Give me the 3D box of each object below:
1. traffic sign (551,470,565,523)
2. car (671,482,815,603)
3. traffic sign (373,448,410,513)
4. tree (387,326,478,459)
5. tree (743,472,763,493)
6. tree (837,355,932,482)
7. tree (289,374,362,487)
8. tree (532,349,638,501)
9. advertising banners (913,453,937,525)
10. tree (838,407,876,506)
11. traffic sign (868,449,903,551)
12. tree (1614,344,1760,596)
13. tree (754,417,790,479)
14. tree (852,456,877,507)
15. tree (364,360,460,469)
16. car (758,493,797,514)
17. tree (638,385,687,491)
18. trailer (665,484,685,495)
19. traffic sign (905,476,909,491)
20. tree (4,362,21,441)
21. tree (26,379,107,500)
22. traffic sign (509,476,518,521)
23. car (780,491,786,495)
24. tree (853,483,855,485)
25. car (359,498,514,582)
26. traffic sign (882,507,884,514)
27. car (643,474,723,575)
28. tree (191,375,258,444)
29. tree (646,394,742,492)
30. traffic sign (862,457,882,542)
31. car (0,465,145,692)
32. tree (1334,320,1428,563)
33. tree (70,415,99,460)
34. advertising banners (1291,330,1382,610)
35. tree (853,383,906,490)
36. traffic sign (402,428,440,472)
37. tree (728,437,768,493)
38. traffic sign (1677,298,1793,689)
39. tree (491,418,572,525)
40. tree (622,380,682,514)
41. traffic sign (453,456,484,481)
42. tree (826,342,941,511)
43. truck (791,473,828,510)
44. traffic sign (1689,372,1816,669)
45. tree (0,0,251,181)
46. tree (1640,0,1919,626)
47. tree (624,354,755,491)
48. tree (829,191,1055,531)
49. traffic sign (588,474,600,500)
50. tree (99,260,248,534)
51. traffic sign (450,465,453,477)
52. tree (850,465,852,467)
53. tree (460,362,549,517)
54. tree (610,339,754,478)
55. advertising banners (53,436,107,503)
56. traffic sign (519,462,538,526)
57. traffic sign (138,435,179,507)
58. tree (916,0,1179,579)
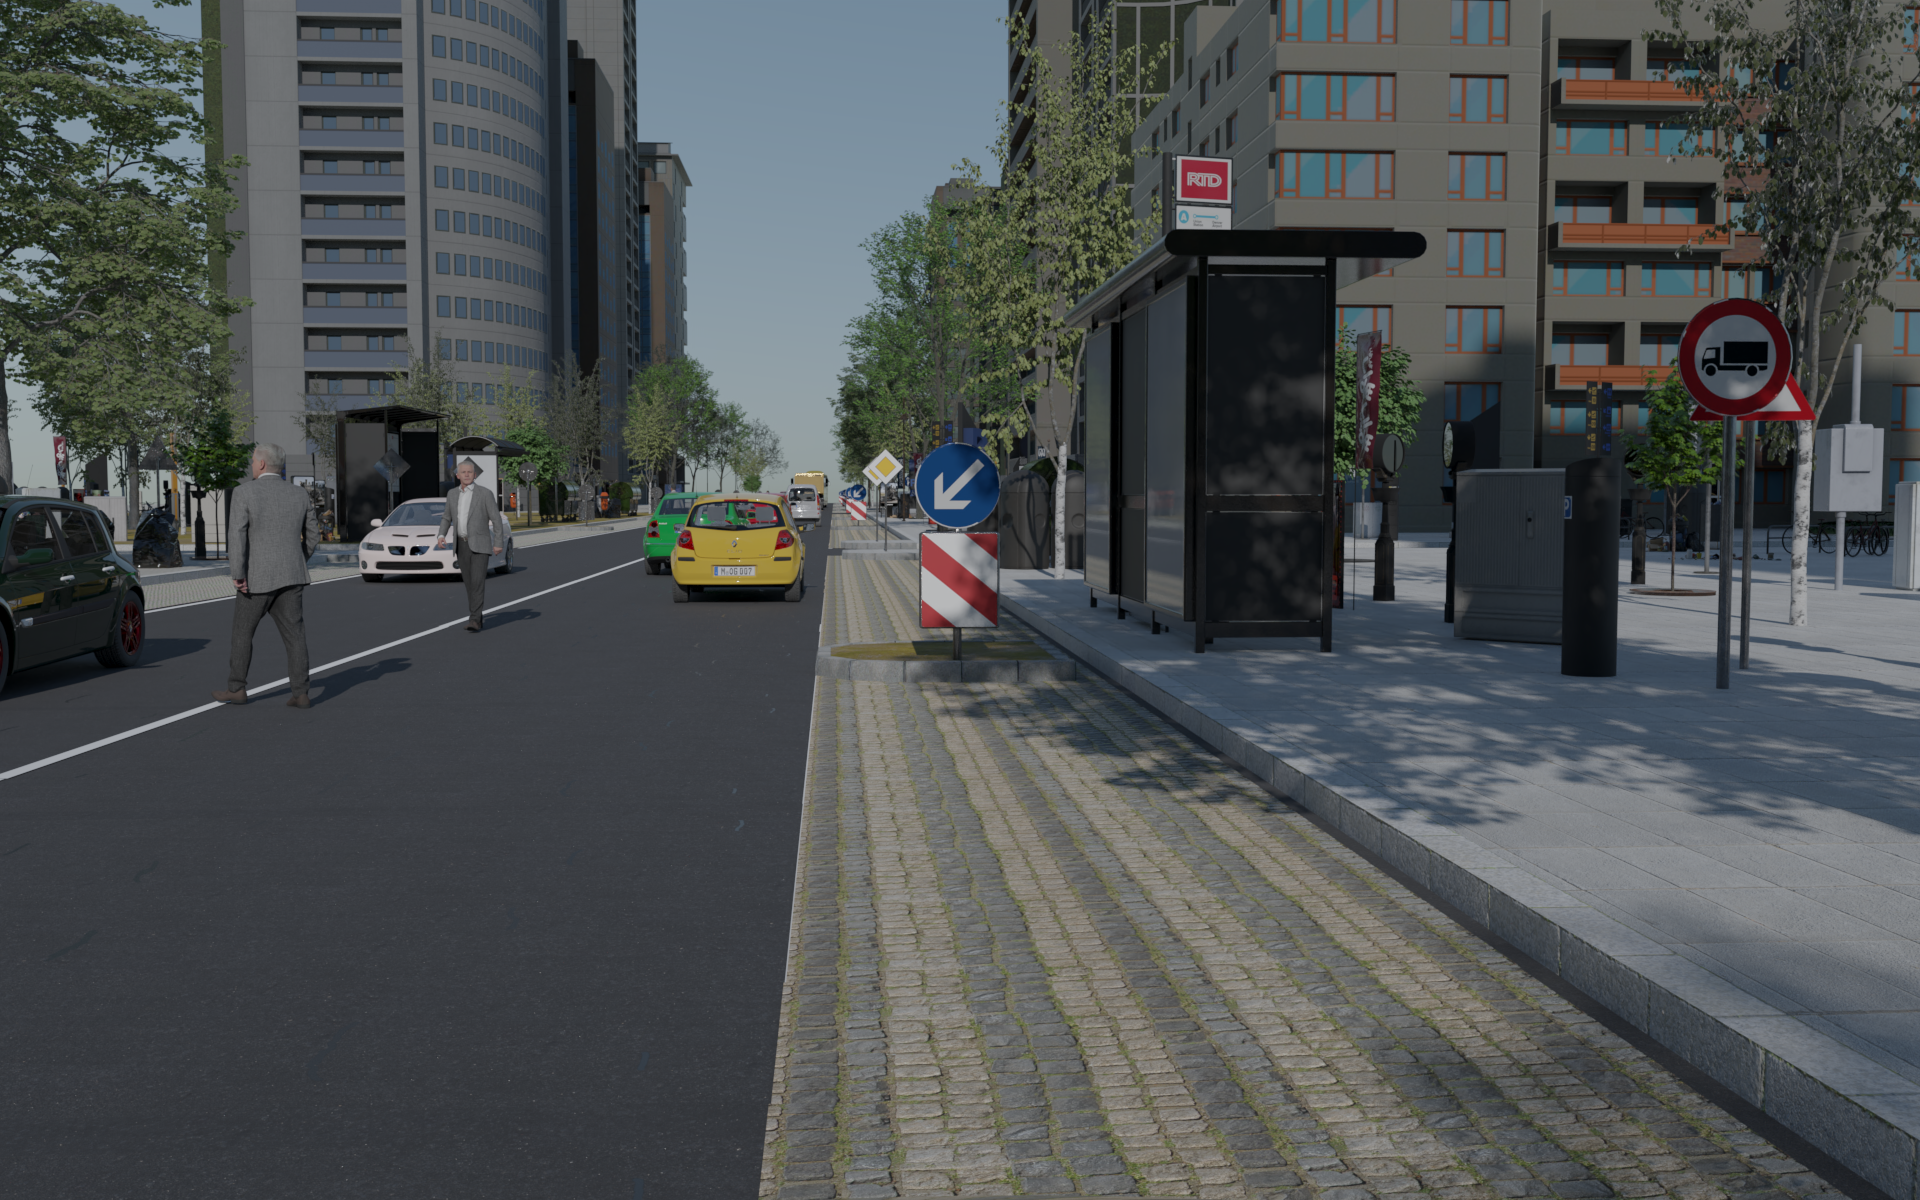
[{"bbox_3d":[-18.048,-4.731,77.459,0.768,2.556,0.104,0,4,1],"label":"traffic sign"},{"bbox_3d":[-3.051,-0.861,24.294,2.015,1.641,3.980,0,4,-4],"label":"car"},{"bbox_3d":[-12.425,-2.095,37.890,0.795,2.450,0.064,0,4,-4],"label":"traffic sign"},{"bbox_3d":[-23.374,-7.697,76.207,4.360,8.622,3.978,0,3,0],"label":"tree"},{"bbox_3d":[-31.146,-16.881,259.719,4.285,4.588,4.351,0,3,0],"label":"tree"},{"bbox_3d":[-4.637,-11.031,114.768,7.601,10.594,8.767,0,4,5],"label":"tree"},{"bbox_3d":[-39.210,-9.609,107.472,4.360,8.622,3.978,0,3,0],"label":"tree"},{"bbox_3d":[-19.058,-8.366,87.151,4.360,8.622,3.978,0,3,0],"label":"tree"},{"bbox_3d":[-1.096,-4.680,72.712,2.074,3.025,0.090,2,4,31],"label":"advertising banners"},{"bbox_3d":[-9.586,-16.629,190.014,7.486,12.596,7.792,0,3,0],"label":"tree"},{"bbox_3d":[-1.658,-2.141,38.647,0.795,2.450,0.064,0,4,-4],"label":"traffic sign"},{"bbox_3d":[9.010,-1.679,22.049,1.663,3.219,1.824,0,3,0],"label":"tree"},{"bbox_3d":[-32.476,-22.273,274.539,12.009,13.543,11.850,0,3,0],"label":"tree"},{"bbox_3d":[-9.149,-13.987,179.050,4.360,8.622,3.978,0,3,0],"label":"tree"},{"bbox_3d":[-30.459,-9.058,98.464,4.737,8.622,4.395,0,3,0],"label":"tree"},{"bbox_3d":[-7.542,-3.637,68.499,2.155,1.783,4.494,0,4,-6],"label":"car"},{"bbox_3d":[-20.708,-10.248,117.920,4.360,8.622,3.978,0,3,0],"label":"tree"},{"bbox_3d":[-16.824,-5.811,102.057,1.471,1.999,3.904,0,4,-5],"label":"trailer"},{"bbox_3d":[-3.601,-7.450,121.906,0.768,2.556,0.104,0,4,-4],"label":"traffic sign"},{"bbox_3d":[-44.801,-7.858,78.835,4.360,8.622,3.978,0,3,0],"label":"tree"},{"bbox_3d":[-44.548,-8.361,87.067,4.737,8.622,4.395,0,3,0],"label":"tree"},{"bbox_3d":[-21.399,-5.104,83.560,0.768,2.556,0.104,0,4,1],"label":"traffic sign"},{"bbox_3d":[-23.497,-13.741,233.343,2.281,1.827,5.304,0,4,-2],"label":"car"},{"bbox_3d":[-15.118,-15.808,253.061,1.663,3.219,1.824,0,3,0],"label":"tree"},{"bbox_3d":[-8.930,-1.068,29.828,2.083,1.381,4.827,0,4,-4],"label":"car"},{"bbox_3d":[-4.880,-6.704,109.721,0.768,2.556,0.104,0,4,4],"label":"traffic sign"},{"bbox_3d":[-4.767,-1.425,32.092,1.959,1.807,4.718,0,4,-3],"label":"car"},{"bbox_3d":[-44.905,-9.495,105.607,4.737,8.622,4.395,0,3,0],"label":"tree"},{"bbox_3d":[-23.508,-13.299,151.845,8.767,10.594,7.601,-1,4,-15],"label":"tree"},{"bbox_3d":[-2.235,-2.628,46.611,0.795,2.450,0.064,0,4,-4],"label":"traffic sign"},{"bbox_3d":[-7.582,-0.192,12.922,2.009,1.686,4.222,0,4,-5],"label":"car"},{"bbox_3d":[7.212,-3.003,32.818,4.285,4.588,4.351,0,3,0],"label":"tree"},{"bbox_3d":[-39.123,-7.946,80.286,4.360,8.622,3.978,0,3,0],"label":"tree"},{"bbox_3d":[4.193,-1.426,19.508,0.090,3.025,2.074,-1,4,-16],"label":"advertising banners"},{"bbox_3d":[-3.923,-9.591,107.168,4.737,8.622,4.395,0,3,0],"label":"tree"},{"bbox_3d":[-17.206,-3.651,53.564,2.265,3.308,0.079,0,4,4],"label":"traffic sign"},{"bbox_3d":[-26.708,-15.857,209.627,4.737,8.622,4.395,0,3,0],"label":"tree"},{"bbox_3d":[5.031,-0.688,11.348,0.768,2.556,0.104,0,4,-3],"label":"traffic sign"},{"bbox_3d":[-18.234,-5.470,73.151,4.285,4.588,4.351,0,3,0],"label":"tree"},{"bbox_3d":[-20.142,-9.912,112.420,4.737,8.622,4.395,0,3,0],"label":"tree"},{"bbox_3d":[-13.003,-2.582,45.854,0.795,2.450,0.064,0,4,-4],"label":"traffic sign"},{"bbox_3d":[-5.545,-13.950,134.734,9.857,13.997,8.962,0,3,0],"label":"tree"},{"bbox_3d":[-13.669,-9.860,157.137,3.469,3.379,9.791,0,4,-5],"label":"truck"},{"bbox_3d":[5.749,-0.772,12.626,0.884,2.594,0.081,0,4,5],"label":"traffic sign"},{"bbox_3d":[-14.702,-6.559,25.368,7.486,12.596,7.792,0,3,0],"label":"tree"},{"bbox_3d":[8.436,-4.057,16.699,4.360,8.622,3.978,0,3,0],"label":"tree"},{"bbox_3d":[-21.159,-12.367,127.952,9.928,11.665,9.643,0,3,0],"label":"tree"},{"bbox_3d":[-0.519,-8.201,59.848,9.928,11.665,9.643,0,3,0],"label":"tree"},{"bbox_3d":[-23.197,-6.716,109.910,0.768,2.556,0.104,0,4,0],"label":"traffic sign"},{"bbox_3d":[-24.758,-6.399,54.982,4.360,8.622,3.978,0,3,0],"label":"tree"},{"bbox_3d":[-19.539,-4.132,67.661,0.768,2.556,0.104,0,4,4],"label":"traffic sign"},{"bbox_3d":[-13.861,-17.593,238.005,4.737,8.622,4.395,0,3,0],"label":"tree"},{"bbox_3d":[-24.565,-8.909,96.025,4.737,8.622,4.395,0,3,0],"label":"tree"},{"bbox_3d":[-23.097,-13.940,138.282,12.009,13.543,11.850,0,3,0],"label":"tree"},{"bbox_3d":[-26.382,-3.408,51.914,2.074,3.025,0.090,1,4,22],"label":"advertising banners"},{"bbox_3d":[-17.165,-4.204,68.846,0.768,2.556,0.104,0,4,5],"label":"traffic sign"},{"bbox_3d":[-17.786,-2.350,38.429,0.884,2.594,0.081,0,4,-3],"label":"traffic sign"},{"bbox_3d":[1.464,-4.642,26.252,4.737,8.622,4.395,0,3,0],"label":"tree"}]
